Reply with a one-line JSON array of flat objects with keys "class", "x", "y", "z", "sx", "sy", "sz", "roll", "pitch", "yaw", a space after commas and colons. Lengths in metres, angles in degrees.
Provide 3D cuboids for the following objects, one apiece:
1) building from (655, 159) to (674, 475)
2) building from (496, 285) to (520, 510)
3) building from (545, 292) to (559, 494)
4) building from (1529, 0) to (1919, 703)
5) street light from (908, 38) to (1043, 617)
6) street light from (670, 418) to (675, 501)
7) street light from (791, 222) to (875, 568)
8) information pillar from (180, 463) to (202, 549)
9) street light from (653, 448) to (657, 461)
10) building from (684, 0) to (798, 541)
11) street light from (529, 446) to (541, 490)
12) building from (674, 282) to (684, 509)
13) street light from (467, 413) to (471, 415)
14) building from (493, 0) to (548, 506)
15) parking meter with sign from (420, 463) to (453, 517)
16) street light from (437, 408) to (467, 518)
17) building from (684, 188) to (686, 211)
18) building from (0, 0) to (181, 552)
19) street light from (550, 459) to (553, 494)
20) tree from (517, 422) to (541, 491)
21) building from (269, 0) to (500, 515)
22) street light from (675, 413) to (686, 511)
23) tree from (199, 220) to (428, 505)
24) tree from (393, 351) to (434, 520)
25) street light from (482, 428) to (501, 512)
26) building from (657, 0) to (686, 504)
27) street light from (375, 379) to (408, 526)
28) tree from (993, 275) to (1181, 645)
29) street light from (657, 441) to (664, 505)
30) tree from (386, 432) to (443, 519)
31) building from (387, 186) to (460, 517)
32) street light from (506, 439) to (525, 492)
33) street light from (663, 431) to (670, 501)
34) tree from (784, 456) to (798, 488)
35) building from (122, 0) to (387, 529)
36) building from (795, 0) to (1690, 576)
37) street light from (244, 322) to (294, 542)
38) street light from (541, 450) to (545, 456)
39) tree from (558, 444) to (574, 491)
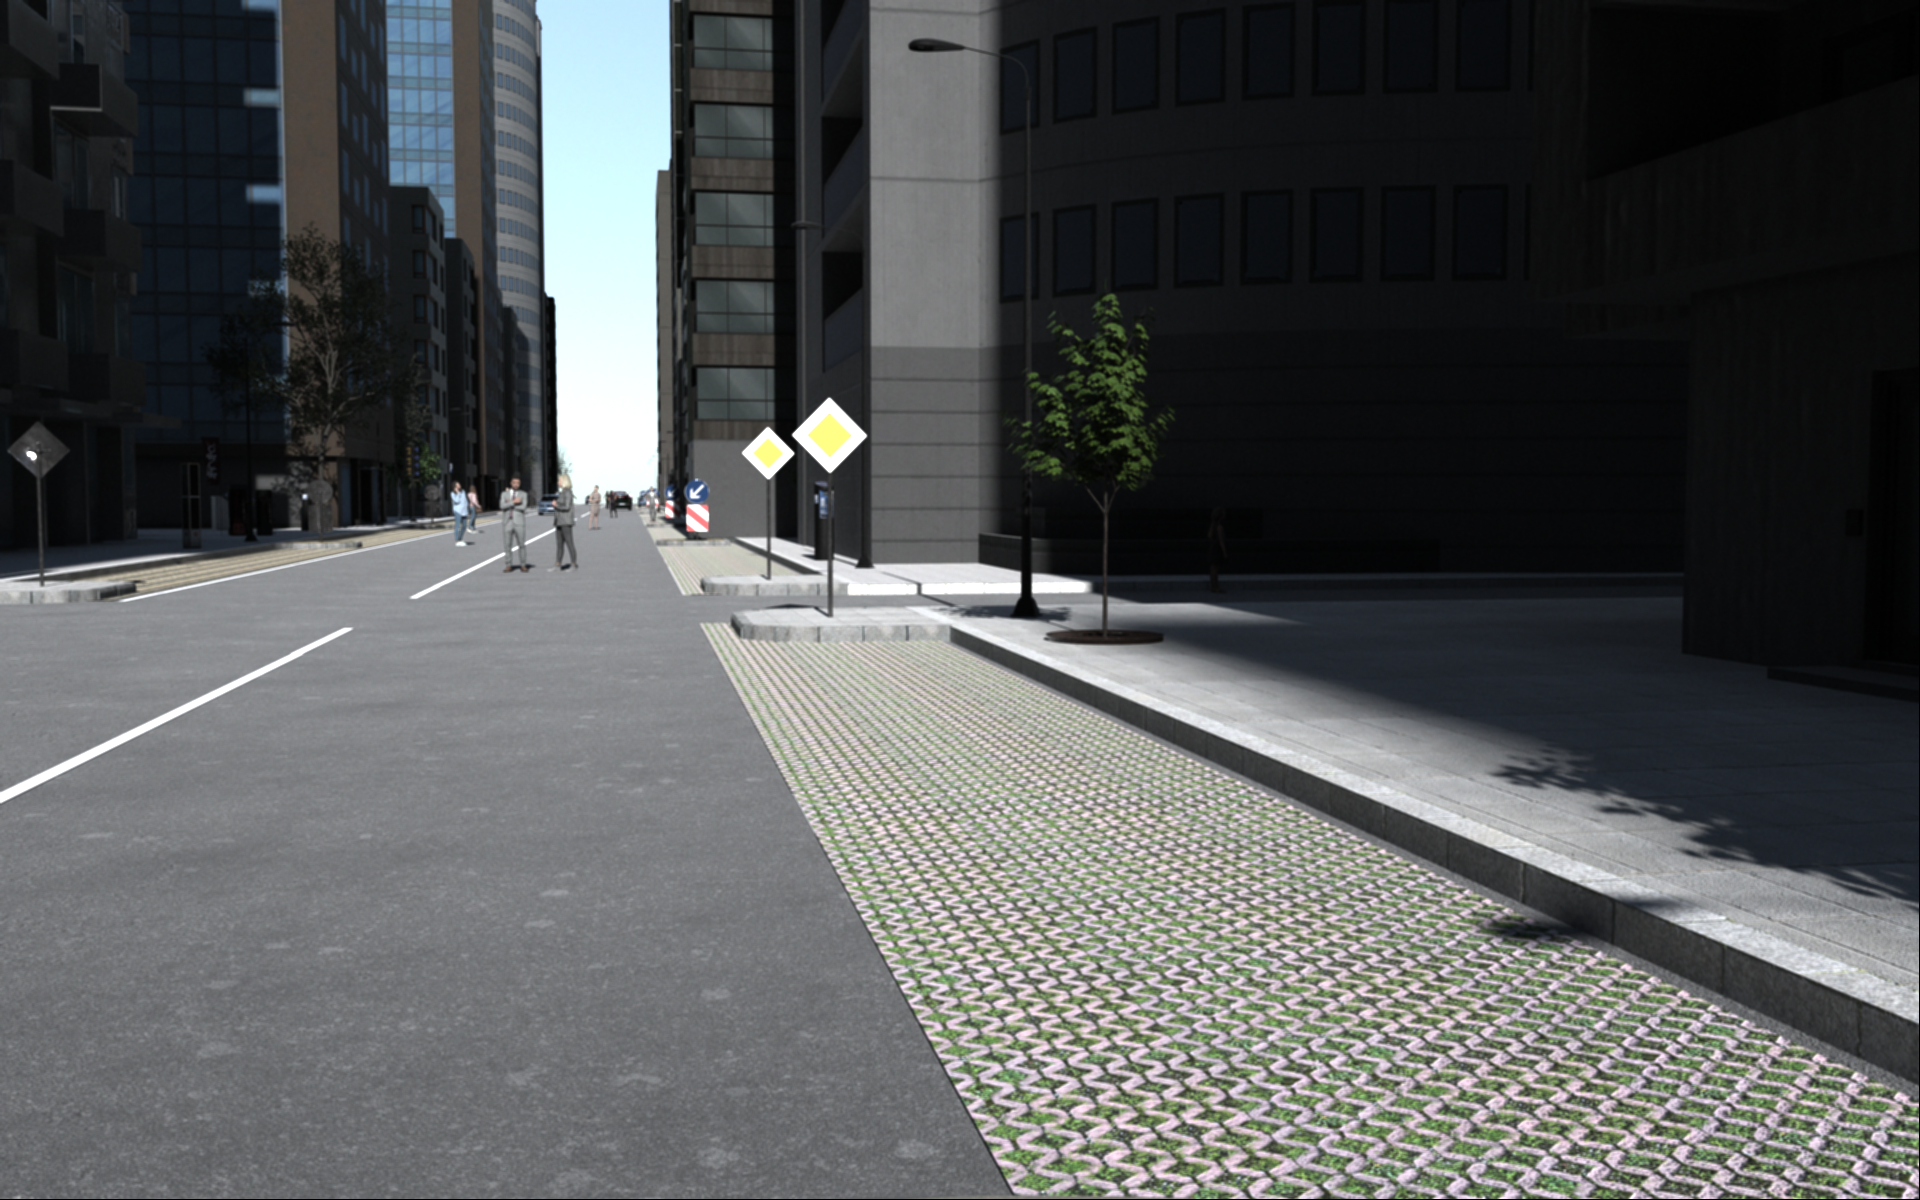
[{"class": "building", "x": -32.336, "y": -38.151, "z": 247.477, "sx": 21.300, "sy": 48.544, "sz": 21.600, "roll": -1, "pitch": 4, "yaw": -11}, {"class": "building", "x": -53.929, "y": -18.787, "z": 152.201, "sx": 27.650, "sy": 21.520, "sz": 28.899, "roll": -1, "pitch": 4, "yaw": -11}, {"class": "building", "x": -64.000, "y": -28.821, "z": 242.923, "sx": 14.160, "sy": 30.474, "sz": 14.107, "roll": -1, "pitch": 4, "yaw": -11}, {"class": "building", "x": 11.583, "y": -14.643, "z": 11.113, "sx": 14.160, "sy": 30.474, "sz": 14.107, "roll": -1, "pitch": 4, "yaw": -11}, {"class": "street light", "x": 0.164, "y": -2.775, "z": 17.908, "sx": 1.470, "sy": 5.913, "sz": 1.316, "roll": -1, "pitch": 4, "yaw": -11}, {"class": "street light", "x": -16.611, "y": -8.100, "z": 104.976, "sx": 1.470, "sy": 5.913, "sz": 1.316, "roll": -1, "pitch": 4, "yaw": -11}, {"class": "street light", "x": -2.184, "y": -3.502, "z": 29.795, "sx": 1.470, "sy": 5.913, "sz": 1.316, "roll": -1, "pitch": 4, "yaw": -11}, {"class": "information pillar", "x": -18.138, "y": -2.224, "z": 40.852, "sx": 0.304, "sy": 2.012, "sz": 0.304, "roll": 2, "pitch": 4, "yaw": 32}, {"class": "street light", "x": -31.877, "y": -13.026, "z": 185.517, "sx": 1.470, "sy": 5.913, "sz": 1.316, "roll": -1, "pitch": 4, "yaw": -11}, {"class": "building", "x": -2.147, "y": -17.490, "z": 57.666, "sx": 14.160, "sy": 30.474, "sz": 14.107, "roll": -1, "pitch": 4, "yaw": -11}, {"class": "street light", "x": -41.998, "y": -12.016, "z": 168.995, "sx": 1.470, "sy": 5.913, "sz": 1.316, "roll": -1, "pitch": 4, "yaw": -11}, {"class": "building", "x": -9.092, "y": -18.203, "z": 142.666, "sx": 27.650, "sy": 21.520, "sz": 28.899, "roll": -1, "pitch": 4, "yaw": -11}, {"class": "street light", "x": -28.681, "y": -7.745, "z": 99.172, "sx": 1.470, "sy": 5.913, "sz": 1.316, "roll": -1, "pitch": 4, "yaw": -11}, {"class": "building", "x": -57.122, "y": -39.656, "z": 190.374, "sx": 21.231, "sy": 58.520, "sz": 28.212, "roll": -1, "pitch": 4, "yaw": -11}, {"class": "parking meter with sign", "x": -29.403, "y": -6.175, "z": 97.218, "sx": 1.738, "sy": 3.016, "sz": 0.543, "roll": 0, "pitch": 4, "yaw": 3}, {"class": "street light", "x": -27.680, "y": -7.412, "z": 93.724, "sx": 1.470, "sy": 5.913, "sz": 1.316, "roll": -1, "pitch": 4, "yaw": -11}, {"class": "building", "x": 0.407, "y": -14.885, "z": 88.409, "sx": 27.650, "sy": 21.520, "sz": 28.899, "roll": -1, "pitch": 4, "yaw": -11}, {"class": "building", "x": -30.776, "y": -25.359, "z": 34.236, "sx": 23.786, "sy": 49.044, "sz": 30.456, "roll": -1, "pitch": 4, "yaw": -11}, {"class": "street light", "x": -48.575, "y": -14.110, "z": 203.233, "sx": 1.470, "sy": 5.913, "sz": 1.316, "roll": -1, "pitch": 4, "yaw": -11}, {"class": "tree", "x": -43.723, "y": -13.527, "z": 171.527, "sx": 4.360, "sy": 8.622, "sz": 3.978, "roll": 0, "pitch": 3, "yaw": 0}, {"class": "building", "x": -42.907, "y": -29.454, "z": 131.680, "sx": 14.600, "sy": 45.320, "sz": 14.200, "roll": -1, "pitch": 4, "yaw": -11}, {"class": "street light", "x": -15.502, "y": -7.788, "z": 99.876, "sx": 1.470, "sy": 5.913, "sz": 1.316, "roll": -1, "pitch": 4, "yaw": -11}, {"class": "tree", "x": -22.428, "y": -7.683, "z": 60.028, "sx": 8.767, "sy": 10.594, "sz": 7.601, "roll": 0, "pitch": 4, "yaw": 6}, {"class": "tree", "x": -27.445, "y": -8.186, "z": 84.197, "sx": 4.360, "sy": 8.622, "sz": 3.978, "roll": 0, "pitch": 3, "yaw": 0}, {"class": "street light", "x": -33.174, "y": -9.175, "z": 122.553, "sx": 1.470, "sy": 5.913, "sz": 1.316, "roll": -1, "pitch": 4, "yaw": -11}, {"class": "building", "x": -29.181, "y": -48.151, "z": 225.514, "sx": 20.563, "sy": 71.187, "sz": 20.611, "roll": -1, "pitch": 4, "yaw": -11}, {"class": "street light", "x": -22.827, "y": -5.939, "z": 69.651, "sx": 1.470, "sy": 5.913, "sz": 1.316, "roll": -1, "pitch": 4, "yaw": -11}, {"class": "tree", "x": 1.366, "y": -1.262, "z": 15.239, "sx": 1.663, "sy": 3.219, "sz": 1.824, "roll": 0, "pitch": 3, "yaw": 0}, {"class": "street light", "x": -25.533, "y": -10.958, "z": 151.708, "sx": 1.470, "sy": 5.913, "sz": 1.316, "roll": -1, "pitch": 4, "yaw": -11}, {"class": "tree", "x": -28.355, "y": -6.445, "z": 89.085, "sx": 4.285, "sy": 4.588, "sz": 4.351, "roll": 0, "pitch": 3, "yaw": 0}, {"class": "building", "x": -46.155, "y": -16.162, "z": 109.295, "sx": 27.650, "sy": 21.520, "sz": 28.899, "roll": -1, "pitch": 4, "yaw": -11}, {"class": "street light", "x": -37.487, "y": -10.575, "z": 145.440, "sx": 1.470, "sy": 5.913, "sz": 1.316, "roll": -1, "pitch": 4, "yaw": -11}, {"class": "street light", "x": -20.975, "y": -9.520, "z": 128.186, "sx": 1.470, "sy": 5.913, "sz": 1.316, "roll": -1, "pitch": 4, "yaw": -11}, {"class": "tree", "x": -3.926, "y": -3.337, "z": 49.161, "sx": 1.663, "sy": 3.219, "sz": 1.824, "roll": 0, "pitch": 3, "yaw": 0}, {"class": "building", "x": -31.128, "y": -25.634, "z": 69.226, "sx": 14.600, "sy": 45.320, "sz": 14.200, "roll": -1, "pitch": 4, "yaw": -11}, {"class": "building", "x": 11.289, "y": -30.271, "z": 36.937, "sx": 28.212, "sy": 58.520, "sz": 21.231, "roll": -1, "pitch": 4, "yaw": -11}, {"class": "street light", "x": -18.634, "y": -4.538, "z": 46.741, "sx": 1.470, "sy": 5.913, "sz": 1.316, "roll": -1, "pitch": 4, "yaw": -11}, {"class": "street light", "x": -44.188, "y": -12.711, "z": 180.360, "sx": 1.470, "sy": 5.913, "sz": 1.316, "roll": -1, "pitch": 4, "yaw": -11}, {"class": "tree", "x": -58.989, "y": -18.610, "z": 254.636, "sx": 4.360, "sy": 8.622, "sz": 3.978, "roll": 0, "pitch": 3, "yaw": 0}]
